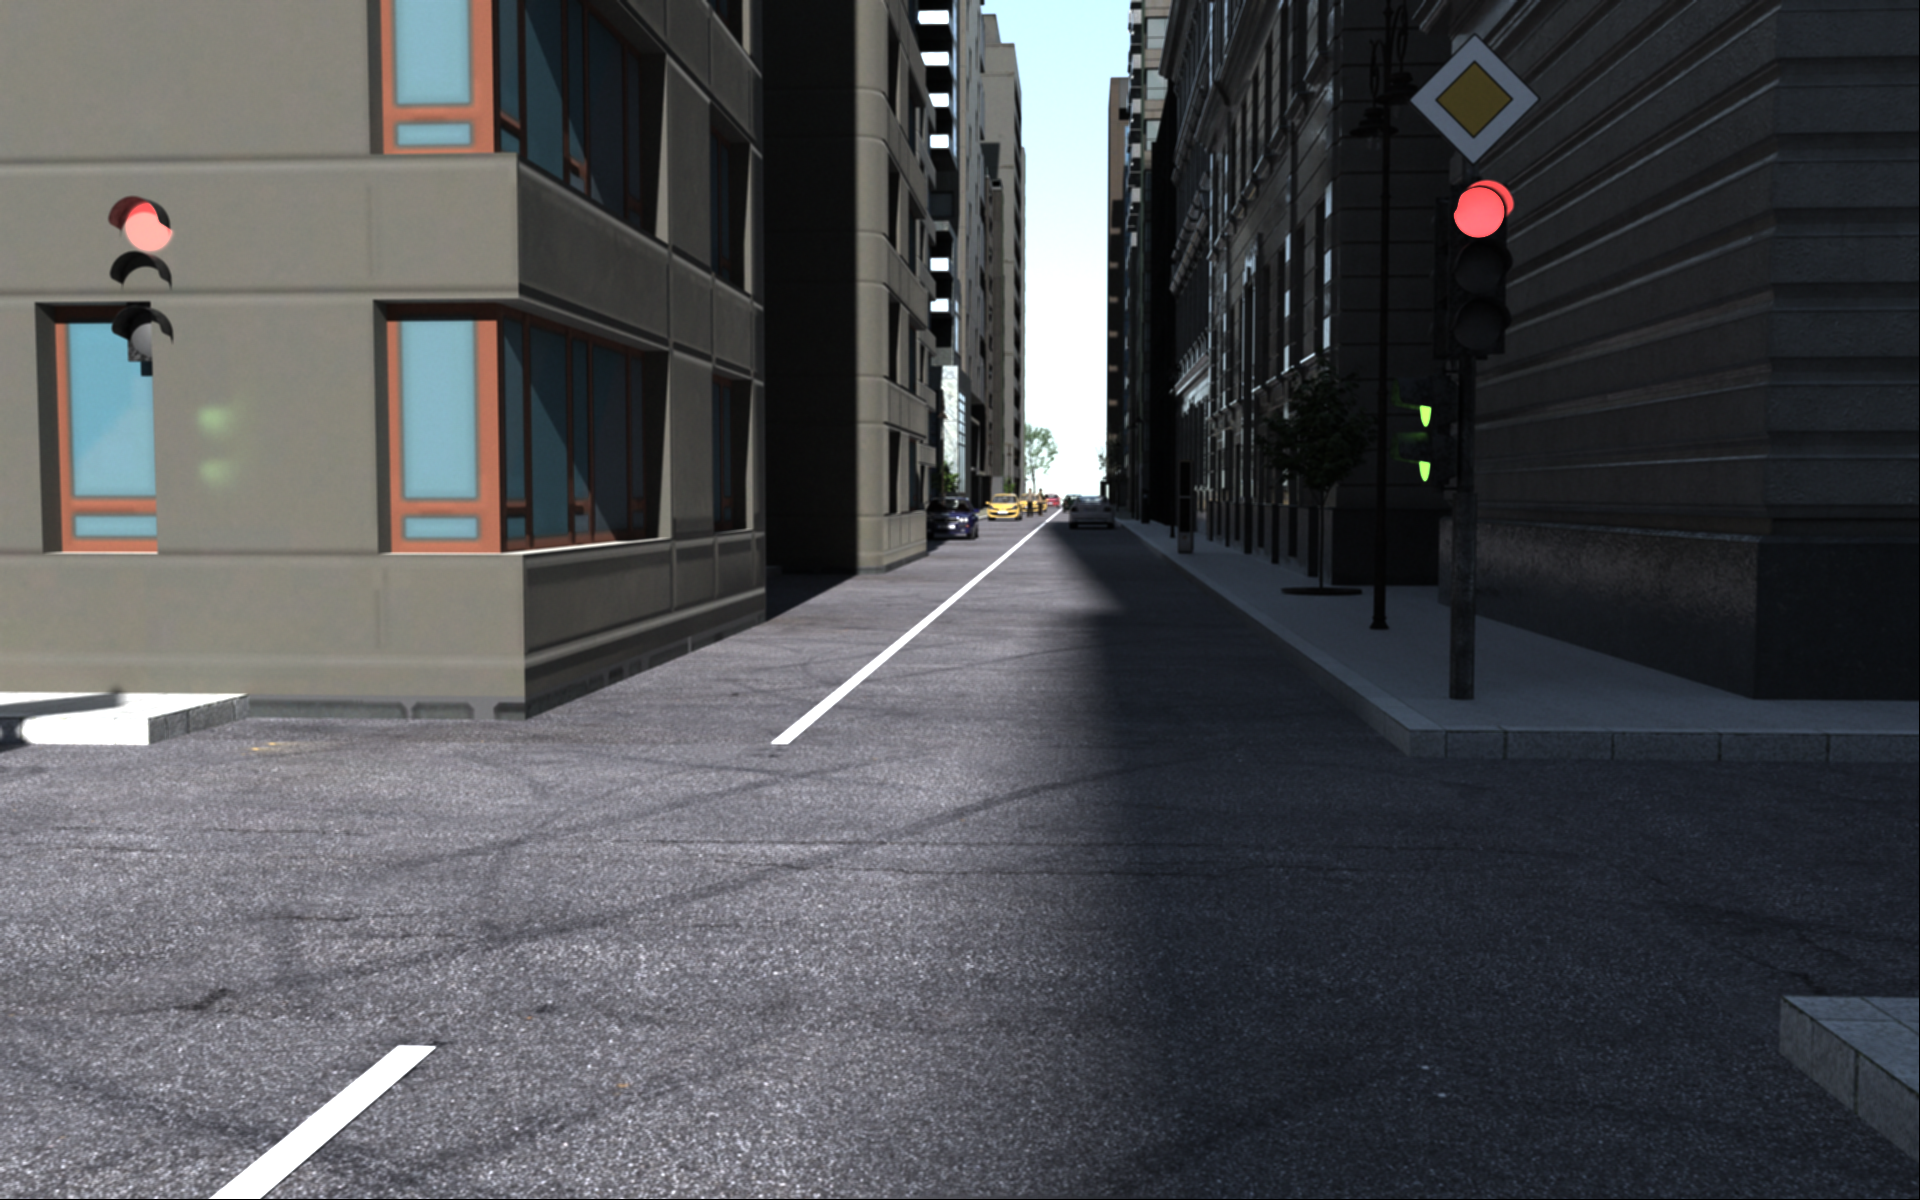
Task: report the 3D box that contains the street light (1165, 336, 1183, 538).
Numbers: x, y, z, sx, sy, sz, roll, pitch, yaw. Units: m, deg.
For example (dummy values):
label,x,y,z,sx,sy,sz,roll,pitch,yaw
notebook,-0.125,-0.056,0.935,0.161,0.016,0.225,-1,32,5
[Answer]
label,x,y,z,sx,sy,sz,roll,pitch,yaw
street light,6.259,-4.774,50.841,0.468,5.910,1.993,0,4,4

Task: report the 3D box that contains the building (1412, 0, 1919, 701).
label,x,y,z,sx,sy,sz,roll,pitch,yaw
building,14.499,-11.336,14.223,19.941,23.489,11.050,0,4,4

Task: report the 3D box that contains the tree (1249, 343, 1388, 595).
label,x,y,z,sx,sy,sz,roll,pitch,yaw
tree,4.544,-1.697,22.355,1.663,3.219,1.824,0,3,0

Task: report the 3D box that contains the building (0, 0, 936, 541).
label,x,y,z,sx,sy,sz,roll,pitch,yaw
building,-15.879,-13.462,65.150,27.650,21.520,28.899,0,4,4

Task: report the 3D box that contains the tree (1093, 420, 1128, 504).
label,x,y,z,sx,sy,sz,roll,pitch,yaw
tree,15.308,-13.505,171.165,4.360,8.622,3.978,0,3,0

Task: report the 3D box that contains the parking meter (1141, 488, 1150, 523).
label,x,y,z,sx,sy,sz,roll,pitch,yaw
parking meter,8.122,-4.123,75.826,0.372,1.533,0.369,0,3,0

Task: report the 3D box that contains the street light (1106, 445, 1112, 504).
label,x,y,z,sx,sy,sz,roll,pitch,yaw
street light,14.031,-11.539,161.444,0.468,5.910,1.993,0,4,4

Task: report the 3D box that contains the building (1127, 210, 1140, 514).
label,x,y,z,sx,sy,sz,roll,pitch,yaw
building,25.427,-16.533,115.354,27.650,21.520,28.899,0,4,4

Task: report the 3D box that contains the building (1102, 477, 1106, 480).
label,x,y,z,sx,sy,sz,roll,pitch,yaw
building,28.868,-35.772,204.478,23.786,49.044,30.456,0,4,4

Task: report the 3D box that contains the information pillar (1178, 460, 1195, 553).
label,x,y,z,sx,sy,sz,roll,pitch,yaw
information pillar,4.901,-2.022,37.546,0.304,2.012,0.304,1,4,17

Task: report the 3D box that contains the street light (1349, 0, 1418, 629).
label,x,y,z,sx,sy,sz,roll,pitch,yaw
street light,3.991,-2.662,16.310,0.468,5.910,1.993,0,4,4

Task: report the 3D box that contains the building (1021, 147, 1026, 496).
label,x,y,z,sx,sy,sz,roll,pitch,yaw
building,0.283,-31.496,198.546,14.154,41.232,14.086,0,4,4

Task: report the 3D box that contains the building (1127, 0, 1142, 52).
label,x,y,z,sx,sy,sz,roll,pitch,yaw
building,25.276,-32.129,144.919,23.786,49.044,30.456,0,4,4

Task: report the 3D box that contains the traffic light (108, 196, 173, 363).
label,x,y,z,sx,sy,sz,roll,pitch,yaw
traffic light,-5.114,-1.369,11.307,0.839,4.253,0.868,0,4,4

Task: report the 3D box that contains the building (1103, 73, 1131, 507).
label,x,y,z,sx,sy,sz,roll,pitch,yaw
building,22.548,-32.574,182.687,14.600,45.320,14.200,0,4,4

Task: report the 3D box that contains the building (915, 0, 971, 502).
label,x,y,z,sx,sy,sz,roll,pitch,yaw
building,-10.165,-48.213,100.950,22.319,86.520,31.000,0,4,4

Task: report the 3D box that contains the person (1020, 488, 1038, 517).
label,x,y,z,sx,sy,sz,roll,pitch,yaw
person,4.383,-6.137,108.856,1.348,1.823,0.705,2,4,34

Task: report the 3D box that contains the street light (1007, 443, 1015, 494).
label,x,y,z,sx,sy,sz,roll,pitch,yaw
street light,4.493,-11.305,157.626,0.468,5.910,1.993,0,4,4

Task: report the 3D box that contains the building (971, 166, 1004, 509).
label,x,y,z,sx,sy,sz,roll,pitch,yaw
building,-3.469,-23.303,152.711,14.160,30.474,14.107,0,4,4

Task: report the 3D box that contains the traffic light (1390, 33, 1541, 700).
label,x,y,z,sx,sy,sz,roll,pitch,yaw
traffic light,3.129,-1.335,10.755,0.839,4.253,0.868,0,4,4

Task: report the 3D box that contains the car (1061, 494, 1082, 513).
label,x,y,z,sx,sy,sz,roll,pitch,yaw
car,8.806,-7.588,133.851,2.009,1.686,4.222,0,4,4

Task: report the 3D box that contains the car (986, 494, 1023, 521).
label,x,y,z,sx,sy,sz,roll,pitch,yaw
car,2.445,-5.114,93.844,2.015,1.641,3.980,0,4,5

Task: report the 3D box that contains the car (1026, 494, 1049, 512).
label,x,y,z,sx,sy,sz,roll,pitch,yaw
car,6.107,-7.877,139.013,2.015,1.641,3.980,0,4,2

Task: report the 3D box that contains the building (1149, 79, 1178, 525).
label,x,y,z,sx,sy,sz,roll,pitch,yaw
building,15.032,-15.154,77.452,12.332,23.373,15.834,0,4,4

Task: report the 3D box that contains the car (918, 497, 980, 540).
label,x,y,z,sx,sy,sz,roll,pitch,yaw
car,-0.327,-2.615,55.336,1.945,1.354,3.894,0,4,3

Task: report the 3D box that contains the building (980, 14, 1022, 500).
label,x,y,z,sx,sy,sz,roll,pitch,yaw
building,-4.605,-34.055,180.505,21.300,48.544,21.600,0,4,4

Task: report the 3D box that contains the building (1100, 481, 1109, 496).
label,x,y,z,sx,sy,sz,roll,pitch,yaw
building,35.006,-33.008,231.563,32.217,40.220,23.993,0,4,4

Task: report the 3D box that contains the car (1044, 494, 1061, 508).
label,x,y,z,sx,sy,sz,roll,pitch,yaw
car,9.357,-10.320,177.766,2.155,1.783,4.494,0,4,6

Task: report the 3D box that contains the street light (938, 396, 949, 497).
label,x,y,z,sx,sy,sz,roll,pitch,yaw
street light,-0.791,-6.581,80.379,0.468,5.910,1.993,0,4,4

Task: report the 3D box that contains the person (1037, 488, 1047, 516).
label,x,y,z,sx,sy,sz,roll,pitch,yaw
person,5.317,-6.427,113.674,0.705,1.812,1.348,-2,4,-25

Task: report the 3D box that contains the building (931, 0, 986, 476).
label,x,y,z,sx,sy,sz,roll,pitch,yaw
building,-12.093,-33.175,131.649,28.713,52.752,27.495,0,4,4

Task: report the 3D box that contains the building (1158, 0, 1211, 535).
label,x,y,z,sx,sy,sz,roll,pitch,yaw
building,12.982,-13.617,58.802,11.583,22.565,21.152,0,4,4

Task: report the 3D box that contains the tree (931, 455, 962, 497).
label,x,y,z,sx,sy,sz,roll,pitch,yaw
tree,-0.693,-5.576,85.773,1.663,3.219,1.824,0,3,0

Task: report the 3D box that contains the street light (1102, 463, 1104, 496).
label,x,y,z,sx,sy,sz,roll,pitch,yaw
street light,14.938,-12.436,176.111,0.468,5.910,1.993,0,4,4

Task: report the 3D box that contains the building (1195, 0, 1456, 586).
label,x,y,z,sx,sy,sz,roll,pitch,yaw
building,11.674,-14.550,35.159,12.463,27.353,25.104,0,4,4

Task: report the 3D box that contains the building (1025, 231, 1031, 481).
label,x,y,z,sx,sy,sz,roll,pitch,yaw
building,-2.951,-36.817,221.573,23.786,49.044,30.456,0,4,4

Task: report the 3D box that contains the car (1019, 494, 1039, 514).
label,x,y,z,sx,sy,sz,roll,pitch,yaw
car,5.174,-7.253,128.804,2.015,1.641,3.980,0,4,3

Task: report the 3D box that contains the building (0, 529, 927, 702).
label,x,y,z,sx,sy,sz,roll,pitch,yaw
building,-15.554,-11.047,25.654,27.650,21.520,28.899,0,4,4

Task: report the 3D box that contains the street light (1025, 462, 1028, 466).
label,x,y,z,sx,sy,sz,roll,pitch,yaw
street light,7.852,-14.268,206.073,0.468,5.910,1.993,0,4,4

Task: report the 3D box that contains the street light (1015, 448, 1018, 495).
label,x,y,z,sx,sy,sz,roll,pitch,yaw
street light,5.518,-12.170,171.769,0.468,5.910,1.993,0,4,4

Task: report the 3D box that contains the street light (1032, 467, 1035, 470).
label,x,y,z,sx,sy,sz,roll,pitch,yaw
street light,10.258,-16.371,240.445,0.468,5.910,1.993,0,4,4

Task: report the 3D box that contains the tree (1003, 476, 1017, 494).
label,x,y,z,sx,sy,sz,roll,pitch,yaw
tree,4.611,-10.230,161.859,1.663,3.219,1.824,0,3,0

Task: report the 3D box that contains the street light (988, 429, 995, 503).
label,x,y,z,sx,sy,sz,roll,pitch,yaw
street light,2.183,-9.194,123.106,0.468,5.910,1.993,0,4,4

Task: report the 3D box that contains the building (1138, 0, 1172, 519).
label,x,y,z,sx,sy,sz,roll,pitch,yaw
building,16.749,-25.070,93.490,14.154,41.232,14.086,0,4,4

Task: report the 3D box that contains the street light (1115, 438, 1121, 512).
label,x,y,z,sx,sy,sz,roll,pitch,yaw
street light,11.572,-9.432,127.008,0.468,5.910,1.993,0,4,4

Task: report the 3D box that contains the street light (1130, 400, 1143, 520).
label,x,y,z,sx,sy,sz,roll,pitch,yaw
street light,8.737,-6.870,85.113,0.468,5.910,1.993,0,4,4

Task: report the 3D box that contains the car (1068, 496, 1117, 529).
label,x,y,z,sx,sy,sz,roll,pitch,yaw
car,5.559,-3.694,72.764,2.083,1.381,4.827,0,4,6

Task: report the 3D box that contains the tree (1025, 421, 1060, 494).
label,x,y,z,sx,sy,sz,roll,pitch,yaw
tree,10.447,-19.586,245.986,9.928,11.665,9.643,0,3,0
